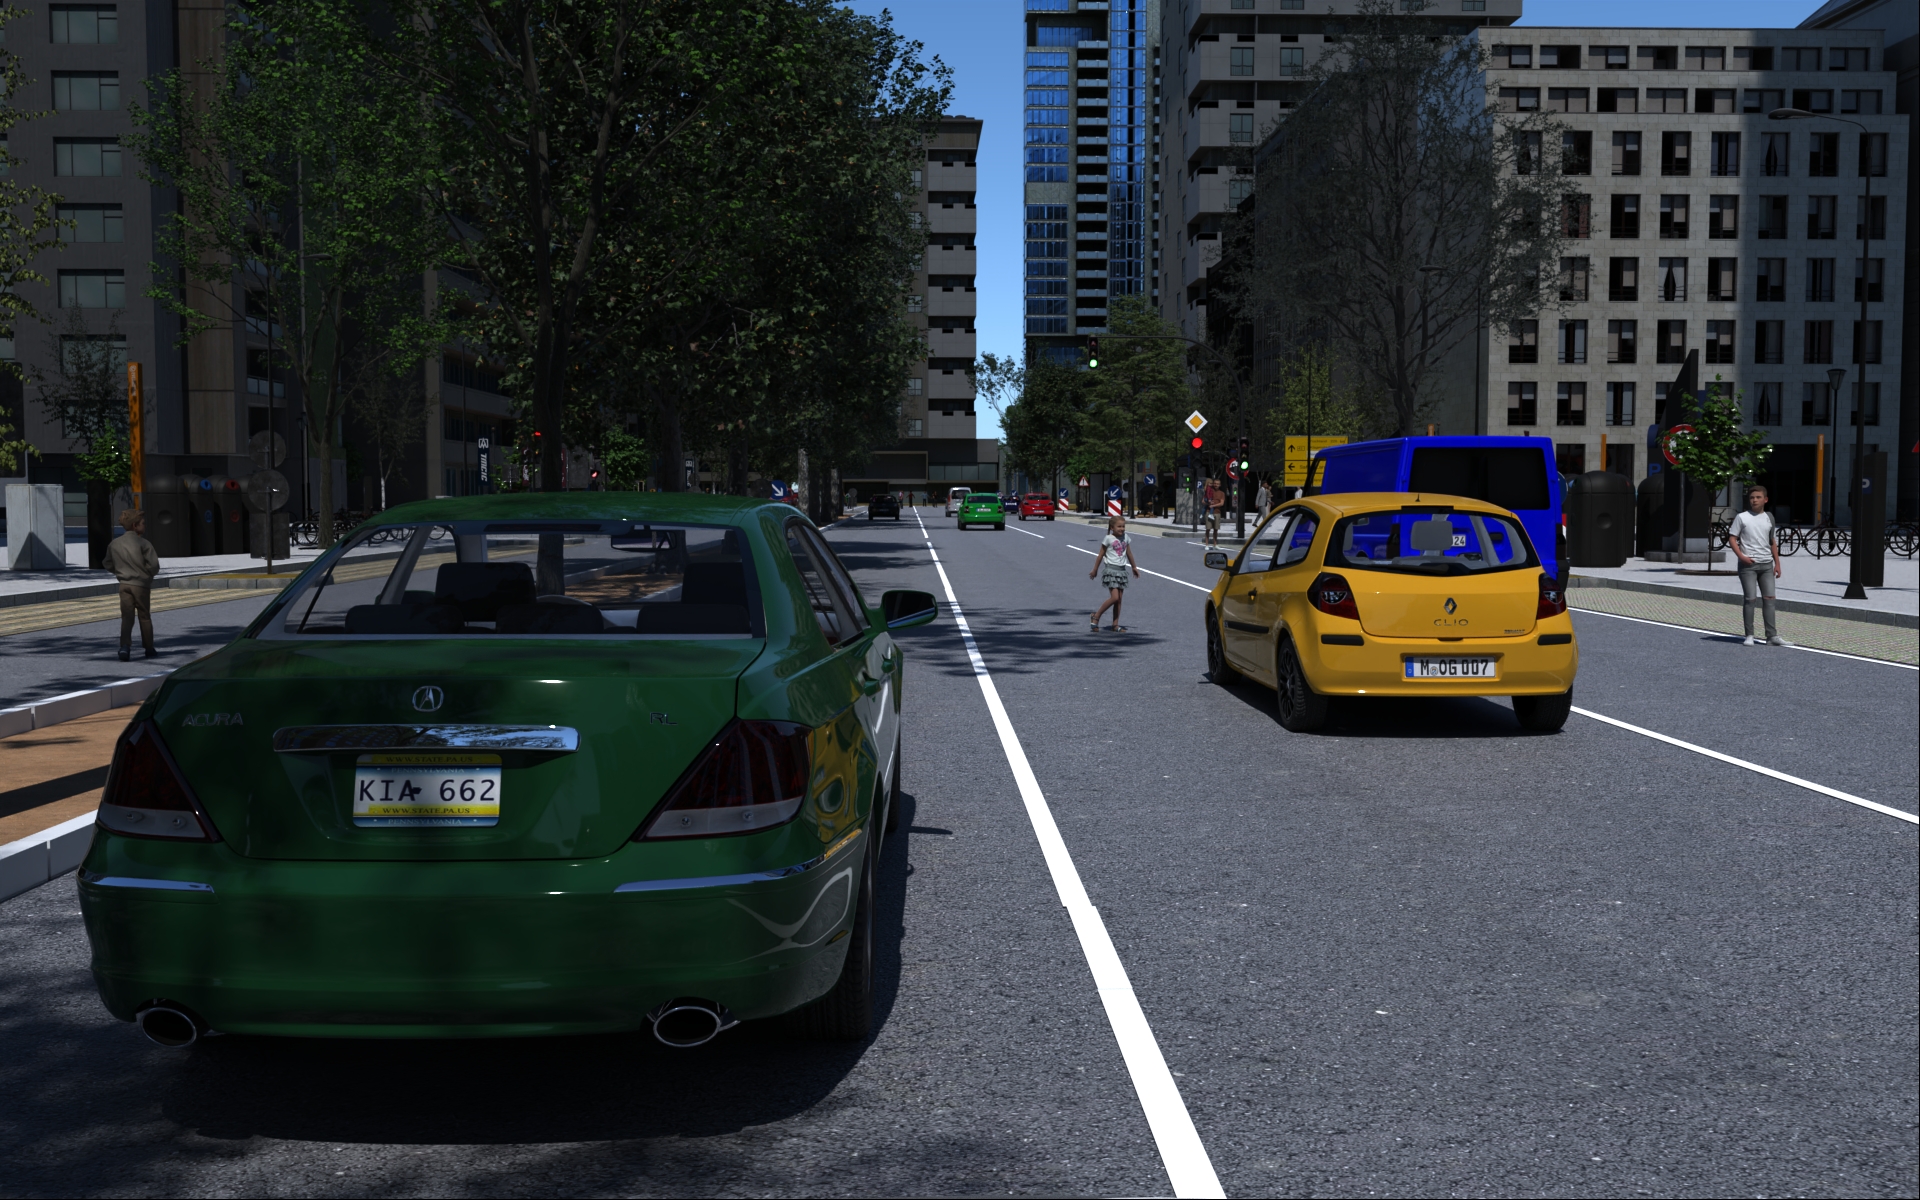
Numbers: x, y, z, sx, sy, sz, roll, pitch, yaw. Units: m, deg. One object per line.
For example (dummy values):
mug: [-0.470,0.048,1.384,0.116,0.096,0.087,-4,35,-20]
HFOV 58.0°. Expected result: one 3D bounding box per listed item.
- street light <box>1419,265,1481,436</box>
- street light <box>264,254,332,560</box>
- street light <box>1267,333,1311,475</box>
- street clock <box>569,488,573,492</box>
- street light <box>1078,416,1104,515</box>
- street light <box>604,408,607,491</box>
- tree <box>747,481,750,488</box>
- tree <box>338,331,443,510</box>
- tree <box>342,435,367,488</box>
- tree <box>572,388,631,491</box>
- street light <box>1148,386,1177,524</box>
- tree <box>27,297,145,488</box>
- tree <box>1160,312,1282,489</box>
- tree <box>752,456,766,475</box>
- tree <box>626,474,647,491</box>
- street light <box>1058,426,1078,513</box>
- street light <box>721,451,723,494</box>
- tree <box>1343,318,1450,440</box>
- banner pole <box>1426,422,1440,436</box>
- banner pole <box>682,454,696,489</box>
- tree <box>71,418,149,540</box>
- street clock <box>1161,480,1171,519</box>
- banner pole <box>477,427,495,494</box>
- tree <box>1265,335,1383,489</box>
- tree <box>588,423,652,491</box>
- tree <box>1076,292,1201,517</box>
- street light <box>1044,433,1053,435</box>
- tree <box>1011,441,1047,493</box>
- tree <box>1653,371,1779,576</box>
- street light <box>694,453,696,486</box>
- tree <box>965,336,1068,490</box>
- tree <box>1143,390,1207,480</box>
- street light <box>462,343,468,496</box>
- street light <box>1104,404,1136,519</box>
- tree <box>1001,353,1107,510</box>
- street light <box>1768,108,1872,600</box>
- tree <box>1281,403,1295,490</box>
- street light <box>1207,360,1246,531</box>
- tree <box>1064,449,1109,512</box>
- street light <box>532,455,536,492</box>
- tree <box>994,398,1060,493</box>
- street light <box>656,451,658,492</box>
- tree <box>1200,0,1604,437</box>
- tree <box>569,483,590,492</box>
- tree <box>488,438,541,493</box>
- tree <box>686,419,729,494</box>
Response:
street light: [10.026,-3.843,35.376,1.470,5.913,1.316,0,4,-2]
street light: [-12.831,-3.736,33.622,1.470,5.913,1.316,0,4,-2]
street light: [9.536,-4.736,49.967,1.470,5.913,1.316,0,4,-2]
street clock: [-16.104,-4.108,71.739,0.358,2.002,0.471,-1,4,-16]
street light: [8.040,-8.018,103.637,1.470,5.913,1.316,0,4,-2]
street light: [-14.113,-6.057,71.578,1.470,5.913,1.316,0,4,-2]
tree: [-17.676,-8.938,140.734,1.663,3.219,1.824,0,3,0]
tree: [-26.119,-7.865,78.951,4.360,8.622,3.978,0,3,0]
tree: [-31.087,-6.240,85.744,4.285,4.588,4.351,0,3,0]
tree: [-22.837,-9.758,109.910,4.360,8.622,3.978,0,3,0]
street light: [8.800,-6.254,74.790,1.470,5.913,1.316,0,4,-2]
tree: [-32.291,-6.981,64.498,4.360,8.622,3.978,0,3,0]
tree: [10.138,-7.277,69.336,4.360,8.622,3.978,0,3,0]
tree: [-18.286,-14.691,174.609,8.767,10.594,7.601,0,4,-1]
tree: [-22.831,-7.797,122.080,1.663,3.219,1.824,0,3,0]
street light: [7.564,-8.894,117.958,1.470,5.913,1.316,0,4,-2]
street light: [-15.240,-8.696,114.714,1.470,5.913,1.316,0,4,-2]
tree: [17.735,-7.424,71.745,4.360,8.622,3.978,0,3,0]
banner pole: [16.598,-4.325,60.738,0.401,3.779,0.863,-2,4,-25]
banner pole: [-17.038,-7.212,107.930,0.863,3.779,0.401,-1,4,-16]
tree: [-21.792,-3.033,44.195,1.663,3.219,1.824,0,3,0]
street clock: [10.734,-5.242,90.281,0.471,2.002,0.358,-1,4,-17]
banner pole: [-17.711,-4.587,65.014,0.863,3.779,0.401,0,4,6]
tree: [17.174,-7.964,80.574,4.737,8.622,4.395,0,3,0]
tree: [-15.851,-5.886,79.944,4.285,4.588,4.351,0,3,0]
tree: [10.040,-10.985,97.738,7.486,12.596,7.792,0,3,0]
street light: [7.081,-9.770,132.279,1.470,5.913,1.316,0,4,-2]
tree: [7.181,-13.624,173.107,4.360,8.622,3.978,0,3,0]
tree: [12.055,-2.008,27.430,1.663,3.219,1.824,0,3,0]
street light: [-14.838,-7.820,100.390,1.470,5.913,1.316,0,4,-2]
tree: [7.792,-21.456,206.701,12.611,20.169,13.585,0,3,0]
tree: [15.302,-10.576,123.286,4.737,8.622,4.395,0,3,0]
street light: [-13.322,-4.646,48.500,1.470,5.913,1.316,0,4,-2]
street light: [8.382,-7.142,89.311,1.470,5.913,1.316,0,4,-2]
tree: [7.799,-13.712,141.201,9.611,12.733,9.660,0,3,0]
street light: [10.435,-2.967,21.053,1.470,5.913,1.316,0,4,-2]
tree: [17.367,-9.139,99.786,4.360,8.622,3.978,0,3,0]
street light: [9.266,-5.366,60.275,1.470,5.913,1.316,0,4,-2]
tree: [9.054,-8.513,122.905,4.285,4.588,4.351,0,3,0]
street light: [-13.561,-5.182,57.259,1.470,5.913,1.316,0,4,-2]
tree: [7.403,-15.659,181.780,9.928,11.665,9.643,0,3,0]
street light: [-14.500,-6.933,85.902,1.470,5.913,1.316,0,4,-2]
tree: [10.752,-8.028,41.635,12.009,13.543,11.850,0,3,0]
tree: [-26.991,-7.777,121.755,1.663,3.219,1.824,0,3,0]
tree: [-15.369,-4.000,59.998,1.663,3.219,1.824,0,3,0]
tree: [-16.975,-10.293,118.656,4.360,8.622,3.978,0,3,0]
